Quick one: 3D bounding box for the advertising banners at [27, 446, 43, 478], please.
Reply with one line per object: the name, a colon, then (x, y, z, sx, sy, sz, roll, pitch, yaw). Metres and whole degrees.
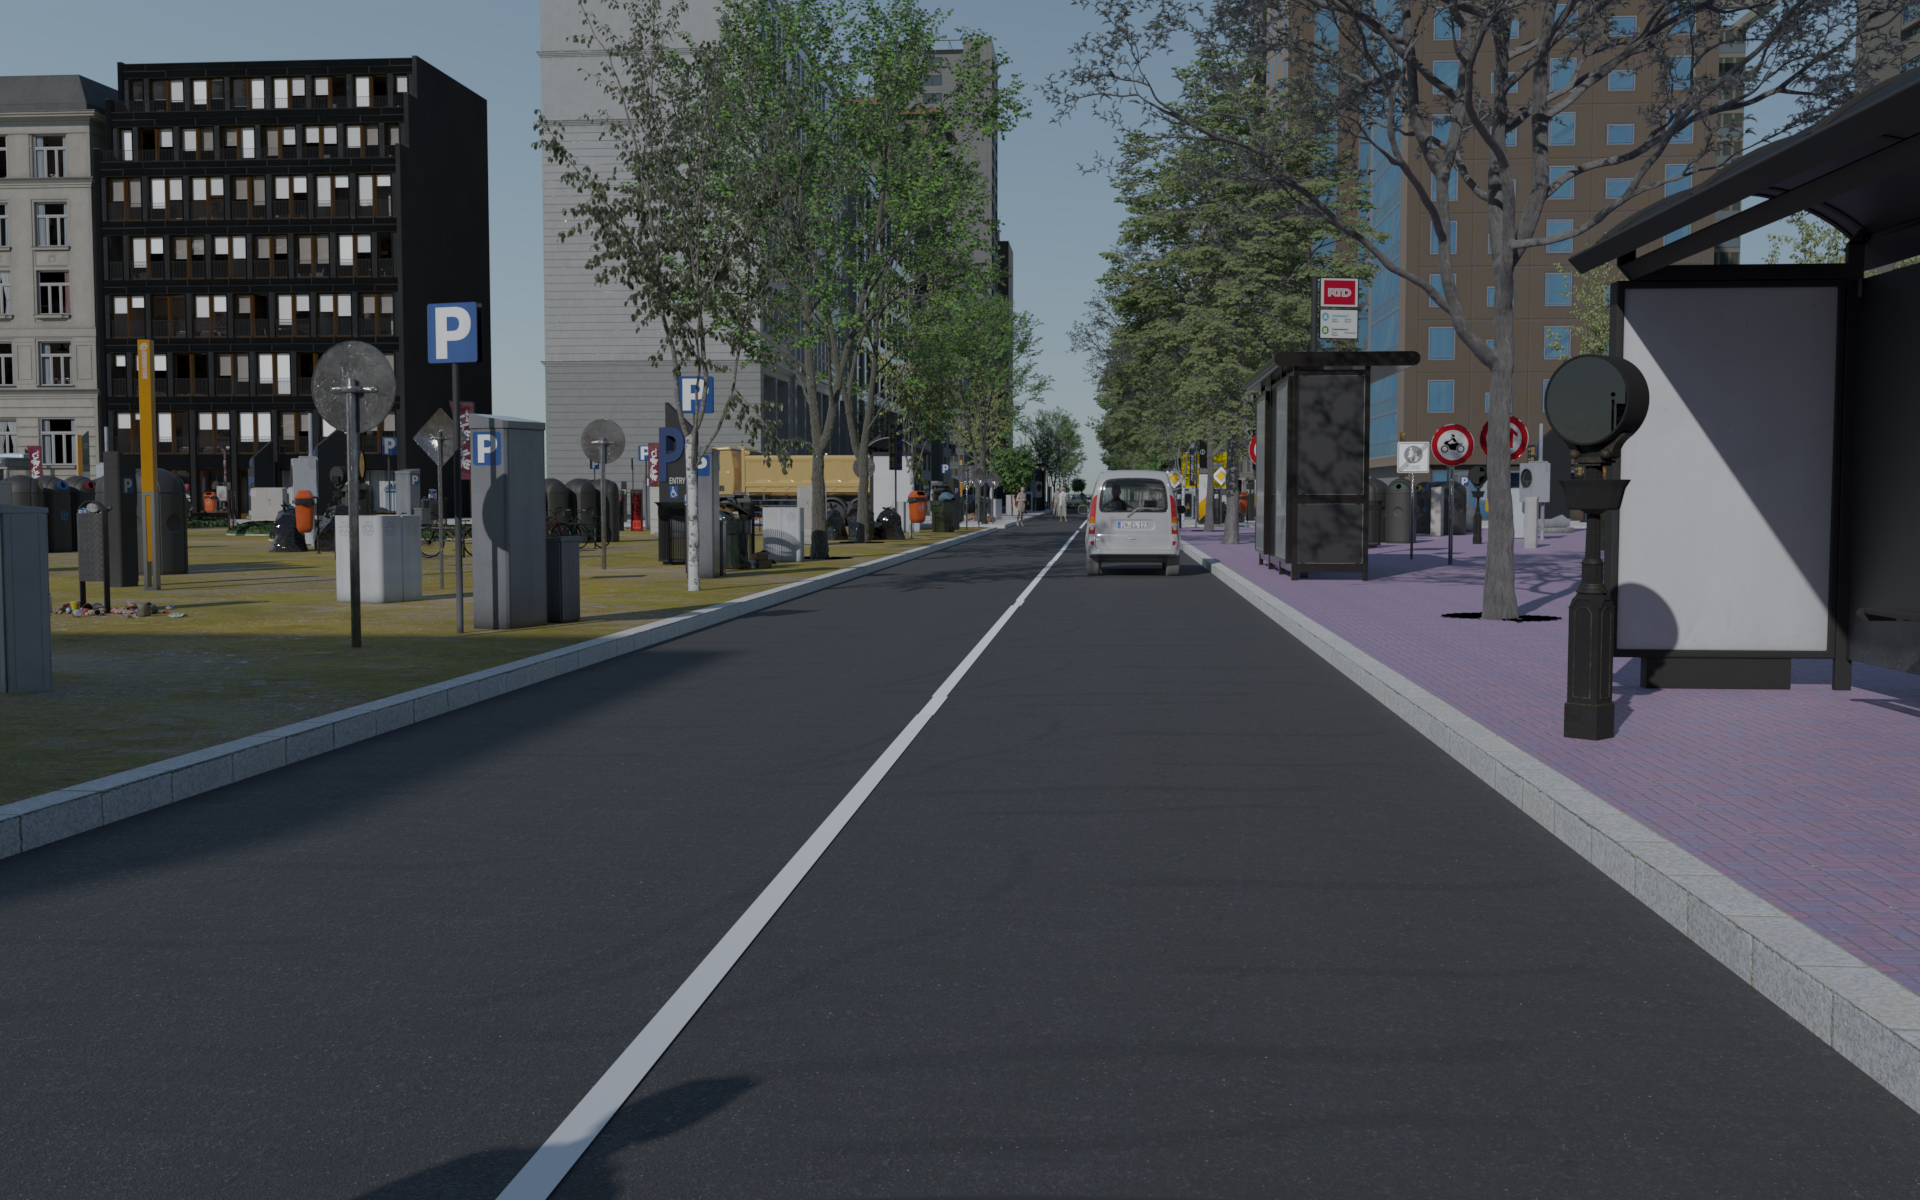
advertising banners: (-32.573, -4.057, 62.513, 2.074, 3.025, 0.090, 0, 4, -3)

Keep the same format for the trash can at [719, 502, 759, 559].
trash can: (-4.017, -1.205, 31.356, 0.748, 1.137, 0.748, 0, 3, 0)

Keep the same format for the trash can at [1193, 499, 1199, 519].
trash can: (14.017, -5.459, 100.908, 0.748, 1.137, 0.748, 0, 3, 0)

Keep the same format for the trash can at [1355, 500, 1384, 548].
trash can: (9.725, -1.813, 41.298, 0.748, 1.137, 0.748, 0, 3, 0)

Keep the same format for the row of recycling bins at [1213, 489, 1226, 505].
row of recycling bins: (20.417, -7.889, 136.101, 3.534, 1.692, 1.069, 1, 4, 13)

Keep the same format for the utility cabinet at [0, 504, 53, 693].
utility cabinet: (-6.379, -0.025, 11.567, 0.306, 1.237, 1.020, -3, 5, -44)

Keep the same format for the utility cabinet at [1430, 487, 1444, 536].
utility cabinet: (14.574, -2.706, 52.921, 0.318, 1.500, 1.173, 1, 4, 20)

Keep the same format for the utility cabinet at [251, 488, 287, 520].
utility cabinet: (-23.924, -3.137, 59.970, 1.173, 1.500, 0.318, 1, 4, 9)

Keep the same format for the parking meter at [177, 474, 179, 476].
parking meter: (-23.347, -2.789, 51.316, 0.399, 1.863, 0.255, -1, 4, -16)

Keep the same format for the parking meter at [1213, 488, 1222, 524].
parking meter: (10.878, -3.960, 73.164, 0.372, 1.533, 0.369, 0, 3, 0)

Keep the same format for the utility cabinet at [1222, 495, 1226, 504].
utility cabinet: (12.419, -4.276, 81.070, 1.020, 1.237, 0.306, 1, 4, 13)

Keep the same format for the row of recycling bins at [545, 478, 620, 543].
row of recycling bins: (-10.303, -2.329, 45.187, 1.069, 1.692, 3.534, 3, 4, 36)

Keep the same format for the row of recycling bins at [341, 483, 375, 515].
row of recycling bins: (-22.329, -3.503, 64.383, 1.069, 1.692, 3.534, -1, 4, -13)

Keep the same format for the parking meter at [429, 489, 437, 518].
parking meter: (-25.726, -4.656, 84.543, 0.372, 1.533, 0.369, 0, 3, 0)

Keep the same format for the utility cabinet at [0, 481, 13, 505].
utility cabinet: (-15.974, -1.191, 28.158, 1.173, 1.500, 0.318, 1, 4, 15)

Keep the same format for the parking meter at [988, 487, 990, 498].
parking meter: (2.233, -7.412, 126.893, 0.255, 1.863, 0.399, 3, 5, 40)

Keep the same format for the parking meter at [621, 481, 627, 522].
parking meter: (-15.396, -4.507, 79.392, 0.255, 1.863, 0.399, -1, 4, -12)

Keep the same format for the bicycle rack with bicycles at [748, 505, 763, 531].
bicycle rack with bicycles: (-7.711, -2.763, 58.561, 2.852, 0.926, 2.925, -1, 4, -10)

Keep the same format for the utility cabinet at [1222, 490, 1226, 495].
utility cabinet: (12.872, -4.664, 84.929, 0.318, 1.500, 1.173, 3, 5, 39)

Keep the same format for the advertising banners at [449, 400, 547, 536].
advertising banners: (-8.835, -2.263, 33.195, 0.090, 3.025, 2.074, 3, 5, 43)

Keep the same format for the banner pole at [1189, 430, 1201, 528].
banner pole: (8.873, -4.630, 65.719, 0.401, 3.779, 0.863, -1, 4, -17)

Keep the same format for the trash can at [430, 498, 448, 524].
trash can: (-20.025, -3.357, 66.544, 0.748, 1.137, 0.748, 0, 3, 0)

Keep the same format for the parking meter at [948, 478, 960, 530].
parking meter: (-0.209, -3.423, 61.670, 0.255, 1.863, 0.399, 3, 5, 42)

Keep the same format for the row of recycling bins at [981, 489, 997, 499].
row of recycling bins: (2.270, -7.546, 130.491, 1.069, 1.692, 3.534, -1, 4, -18)

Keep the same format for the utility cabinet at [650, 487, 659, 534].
utility cabinet: (-9.207, -2.783, 54.174, 1.173, 1.500, 0.318, 3, 5, 43)

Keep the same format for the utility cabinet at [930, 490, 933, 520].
utility cabinet: (-1.292, -4.613, 84.094, 0.318, 1.500, 1.173, 0, 4, -2)

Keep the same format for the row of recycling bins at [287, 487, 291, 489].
row of recycling bins: (-31.314, -4.768, 85.067, 3.534, 1.692, 1.069, -3, 4, -37)

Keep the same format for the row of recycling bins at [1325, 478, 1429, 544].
row of recycling bins: (10.587, -2.391, 46.208, 1.069, 1.692, 3.534, -3, 5, -44)

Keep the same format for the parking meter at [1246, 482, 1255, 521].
parking meter: (13.855, -4.706, 82.653, 0.399, 1.863, 0.255, -3, 4, -36)

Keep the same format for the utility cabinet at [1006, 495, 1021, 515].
utility cabinet: (3.406, -5.929, 108.097, 1.020, 1.237, 0.306, 1, 4, 14)

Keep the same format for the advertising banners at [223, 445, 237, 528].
advertising banners: (-26.340, -4.054, 62.472, 0.090, 3.025, 2.074, -1, 4, -12)

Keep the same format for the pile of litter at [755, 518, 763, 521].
pile of litter: (-9.290, -4.323, 84.650, 1.719, 0.858, 1.176, -1, 4, -18)

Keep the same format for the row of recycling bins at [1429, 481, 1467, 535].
row of recycling bins: (15.406, -2.970, 55.673, 1.069, 1.692, 3.534, 0, 4, -2)

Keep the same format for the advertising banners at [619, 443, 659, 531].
advertising banners: (-11.175, -3.884, 59.688, 2.074, 3.025, 0.090, 1, 4, 23)

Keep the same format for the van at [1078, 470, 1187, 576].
van: (3.157, -1.511, 31.717, 2.013, 2.044, 4.112, 0, 4, 5)

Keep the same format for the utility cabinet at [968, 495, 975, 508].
utility cabinet: (1.034, -7.631, 135.931, 1.020, 1.237, 0.306, -3, 5, -42)

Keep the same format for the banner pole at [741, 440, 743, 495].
banner pole: (-10.092, -5.516, 80.205, 0.401, 3.779, 0.863, 0, 4, -4)

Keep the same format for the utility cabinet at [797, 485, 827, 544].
utility cabinet: (-3.759, -2.146, 43.763, 0.318, 1.500, 1.173, -2, 4, -29)

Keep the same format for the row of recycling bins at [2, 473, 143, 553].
row of recycling bins: (-19.944, -1.925, 38.583, 1.069, 1.692, 3.534, 1, 4, 12)

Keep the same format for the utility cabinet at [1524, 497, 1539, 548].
utility cabinet: (13.759, -1.869, 41.727, 0.306, 1.237, 1.020, 1, 4, 20)

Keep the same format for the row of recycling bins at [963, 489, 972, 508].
row of recycling bins: (0.521, -8.345, 143.553, 1.069, 1.692, 3.534, 0, 4, 2)

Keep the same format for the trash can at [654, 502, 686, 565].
trash can: (-5.173, -1.210, 31.436, 0.748, 1.137, 0.748, 0, 3, 0)

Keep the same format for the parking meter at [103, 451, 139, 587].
parking meter: (-11.601, -1.116, 23.963, 0.255, 1.863, 0.399, 1, 4, 12)

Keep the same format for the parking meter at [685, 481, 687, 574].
parking meter: (-4.250, -1.196, 27.967, 0.372, 1.533, 0.369, 0, 3, 0)

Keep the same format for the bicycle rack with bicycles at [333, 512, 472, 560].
bicycle rack with bicycles: (-11.172, -1.284, 34.377, 2.925, 0.926, 2.852, 1, 4, 14)

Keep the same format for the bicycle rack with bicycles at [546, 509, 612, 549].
bicycle rack with bicycles: (-9.497, -1.650, 40.359, 2.925, 0.926, 2.852, -3, 4, -36)

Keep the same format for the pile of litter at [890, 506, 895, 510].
pile of litter: (-2.545, -2.825, 60.160, 1.176, 0.858, 1.719, -2, 4, -28)

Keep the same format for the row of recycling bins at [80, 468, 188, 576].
row of recycling bins: (-13.627, -1.319, 28.686, 1.069, 1.692, 3.534, -2, 4, -35)

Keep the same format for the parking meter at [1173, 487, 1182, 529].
parking meter: (8.049, -3.419, 64.314, 0.372, 1.533, 0.369, 0, 3, 0)

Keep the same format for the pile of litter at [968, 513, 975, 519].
pile of litter: (0.825, -4.616, 89.439, 1.719, 0.858, 1.176, -2, 4, -27)
